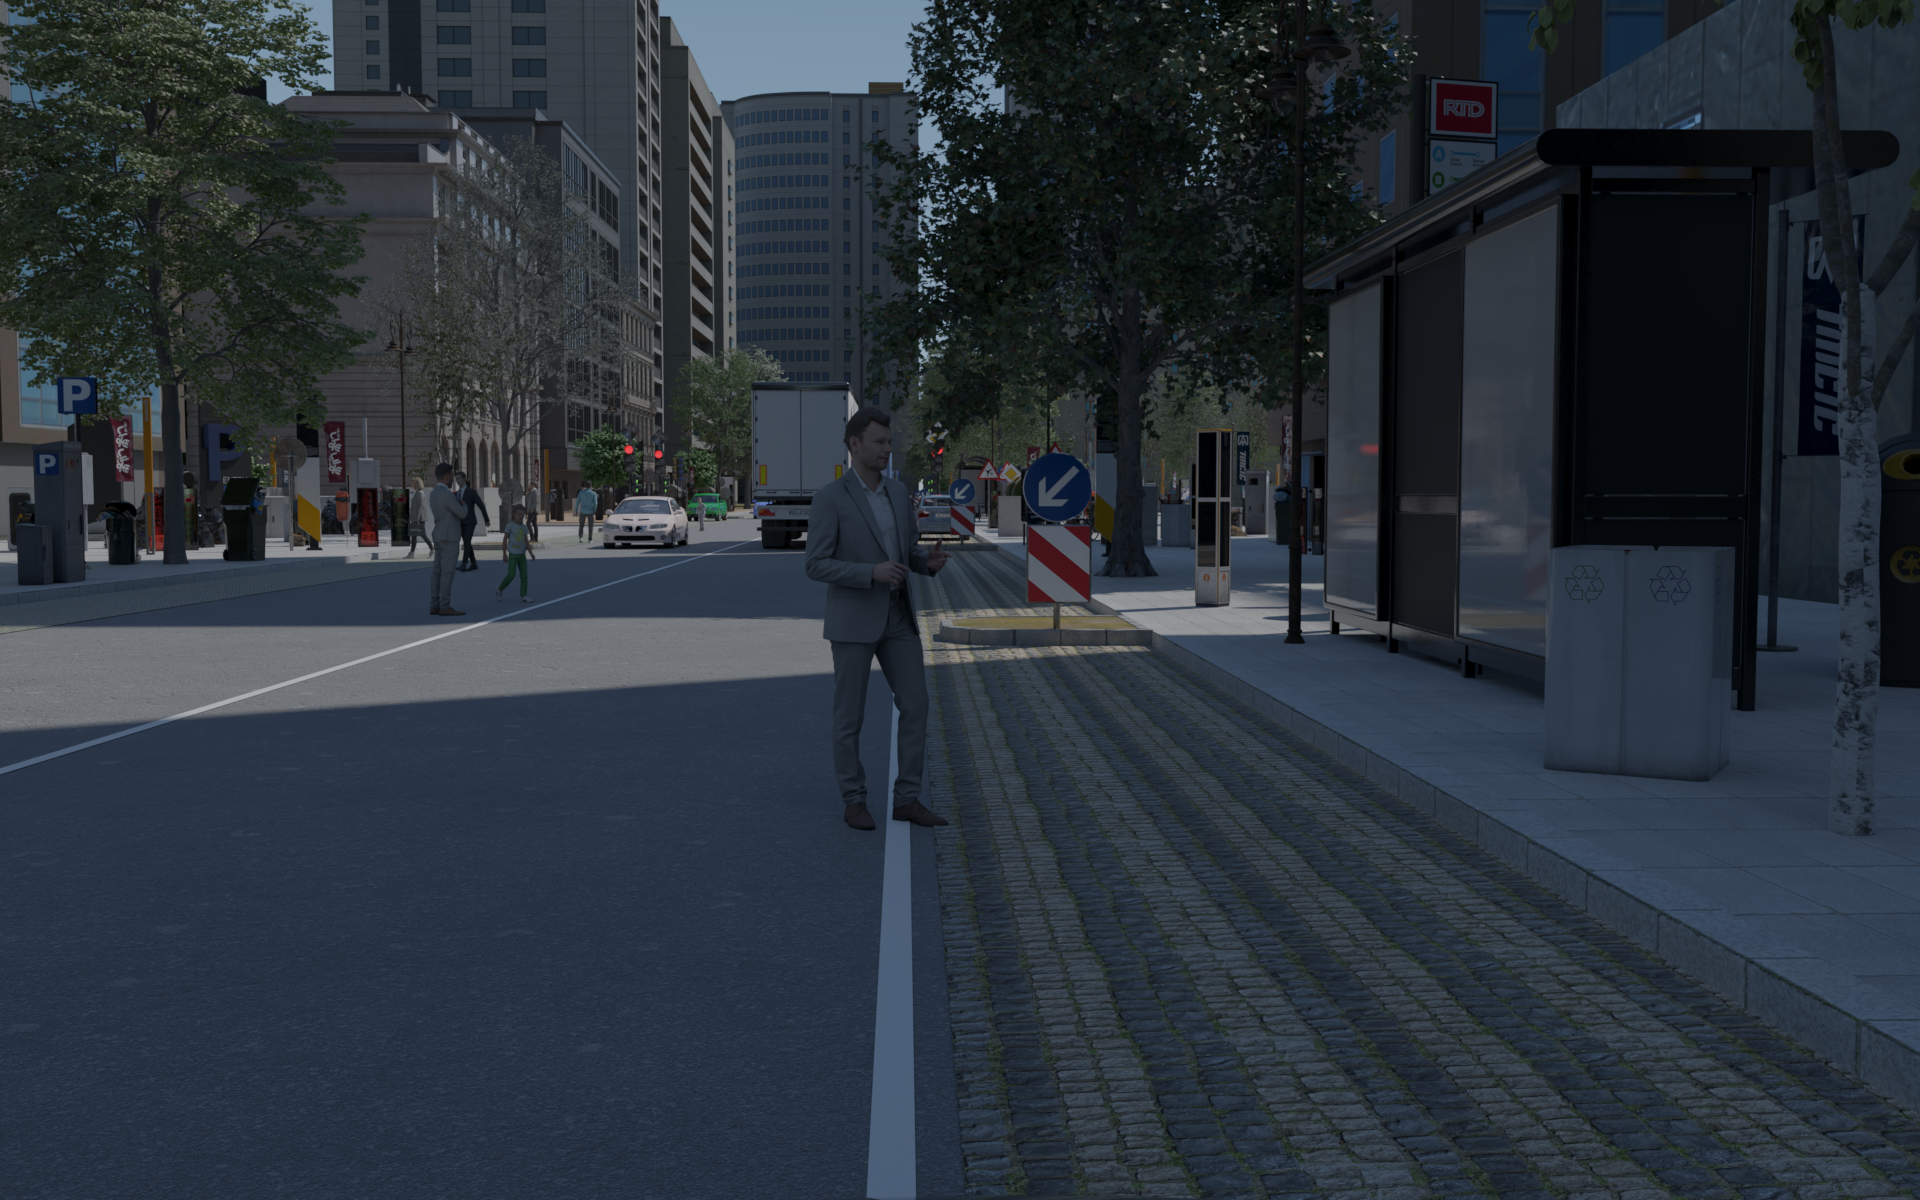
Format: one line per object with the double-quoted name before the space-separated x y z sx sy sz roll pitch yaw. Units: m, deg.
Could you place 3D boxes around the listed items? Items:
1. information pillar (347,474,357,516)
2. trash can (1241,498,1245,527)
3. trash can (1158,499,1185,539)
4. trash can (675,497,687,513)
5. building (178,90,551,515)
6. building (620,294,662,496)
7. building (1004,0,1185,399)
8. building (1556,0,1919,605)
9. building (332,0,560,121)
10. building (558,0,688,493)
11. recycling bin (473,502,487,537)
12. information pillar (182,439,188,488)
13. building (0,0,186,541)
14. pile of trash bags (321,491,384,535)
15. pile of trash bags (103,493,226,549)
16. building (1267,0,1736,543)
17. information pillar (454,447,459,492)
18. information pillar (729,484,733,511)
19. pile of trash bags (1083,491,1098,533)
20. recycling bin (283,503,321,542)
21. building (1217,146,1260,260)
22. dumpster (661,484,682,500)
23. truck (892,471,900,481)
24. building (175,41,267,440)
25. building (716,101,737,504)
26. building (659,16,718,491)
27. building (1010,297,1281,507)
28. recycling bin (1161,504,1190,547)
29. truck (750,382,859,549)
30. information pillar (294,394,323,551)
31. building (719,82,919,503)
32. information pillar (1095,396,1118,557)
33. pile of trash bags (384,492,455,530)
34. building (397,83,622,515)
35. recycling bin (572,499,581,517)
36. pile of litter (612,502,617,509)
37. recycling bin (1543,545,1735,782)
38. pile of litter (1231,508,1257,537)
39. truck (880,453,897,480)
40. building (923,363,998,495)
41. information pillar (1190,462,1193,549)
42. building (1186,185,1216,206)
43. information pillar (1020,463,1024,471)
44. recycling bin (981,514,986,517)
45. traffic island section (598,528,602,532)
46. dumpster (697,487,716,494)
"information pillar" -21.999 -3.563 62.750 0.304 2.012 0.304 -3 4 -37
"trash can" 11.403 -3.453 68.102 0.748 1.137 0.748 0 3 0
"trash can" 5.799 -2.191 47.484 0.748 1.137 0.748 0 3 0
"trash can" -15.661 -5.231 97.187 0.748 1.137 0.748 0 3 0
"building" -31.040 -15.373 93.154 13.314 21.916 24.055 0 4 -2
"building" -30.470 -16.774 138.880 10.561 19.102 19.286 0 4 -2
"building" 15.649 -40.466 203.617 21.231 58.520 28.212 0 4 -2
"building" 21.558 -42.741 11.492 22.319 86.520 31.000 0 4 -2
"building" -60.239 -46.911 205.238 20.611 71.187 20.563 0 4 -2
"building" -36.065 -44.049 158.450 20.563 71.187 20.611 0 4 -2
"recycling bin" -14.768 -2.439 52.439 0.722 1.027 0.722 -2 4 -30
"information pillar" -28.330 -4.389 63.116 0.504 3.616 0.183 2 4 23
"building" -33.268 -24.501 50.704 14.200 45.320 14.600 0 4 -2
"pile of trash bags" -19.478 -2.767 54.995 1.912 1.369 3.447 -1 4 -16
"pile of trash bags" -18.652 -1.958 41.763 1.912 1.369 3.447 3 5 43
"building" 16.196 -24.038 43.136 14.600 45.320 14.200 0 4 -2
"information pillar" -23.487 -5.471 80.809 0.183 3.616 0.504 0 4 0
"information pillar" -16.901 -7.566 128.193 0.304 2.012 0.304 1 4 11
"pile of trash bags" 5.064 -2.957 58.106 1.912 1.369 3.447 -2 4 -26
"recycling bin" -17.731 -2.088 46.691 0.722 1.027 0.722 1 4 10
"building" 43.232 -35.837 209.644 21.600 48.544 21.300 0 4 -2
"dumpster" -17.468 -6.029 104.337 1.264 1.857 1.865 0 4 -2
"truck" -7.838 -12.509 194.276 2.967 4.110 18.799 0 4 -2
"building" -44.802 -15.737 86.986 15.834 23.373 12.332 0 4 -2
"building" -38.209 -35.608 205.887 21.600 48.544 21.300 0 4 -2
"building" -37.522 -34.057 180.536 21.300 48.544 21.600 0 4 -2
"building" 19.614 -20.263 176.342 27.650 21.520 28.899 0 4 -2
"recycling bin" 5.393 -1.817 42.255 0.722 1.027 0.722 -2 4 -26
"truck" -4.154 -3.668 48.882 2.839 4.237 11.283 0 4 -2
"information pillar" -14.760 -2.930 39.255 0.504 3.616 0.183 -2 4 -28
"building" -20.053 -43.343 250.650 28.212 58.520 21.231 0 4 -2
"information pillar" 3.002 -2.690 35.330 0.504 3.616 0.183 -1 4 -14
"pile of trash bags" -19.640 -3.208 62.199 3.447 1.369 1.912 -2 4 -31
"building" -31.717 -19.783 116.955 14.314 27.812 24.014 0 4 -2
"recycling bin" -21.593 -5.257 98.511 0.722 1.027 0.722 -2 4 -32
"pile of litter" -18.184 -4.828 92.894 1.176 0.858 1.719 -1 4 -22
"recycling bin" 3.202 0.269 8.158 0.722 1.027 0.722 2 4 32
"pile of litter" 8.179 -2.369 52.698 1.176 0.858 1.719 -3 4 -37
"truck" -4.846 -6.229 91.597 2.967 4.110 18.799 0 4 -2
"building" 9.089 -25.149 256.229 28.899 21.520 27.650 0 4 -2
"information pillar" 5.533 -2.187 40.249 0.304 2.012 0.304 1 4 23
"building" 31.522 -36.657 249.450 14.200 45.320 14.600 0 4 -2
"information pillar" 4.399 -7.954 121.401 0.504 3.616 0.183 -3 5 -40
"recycling bin" 1.221 -5.234 98.131 0.722 1.027 0.722 1 4 12
"traffic island section" -12.696 -2.718 66.726 2.009 0.180 2.903 0 4 -2
"dumpster" -18.582 -7.403 126.799 1.264 1.857 1.865 0 4 -2
